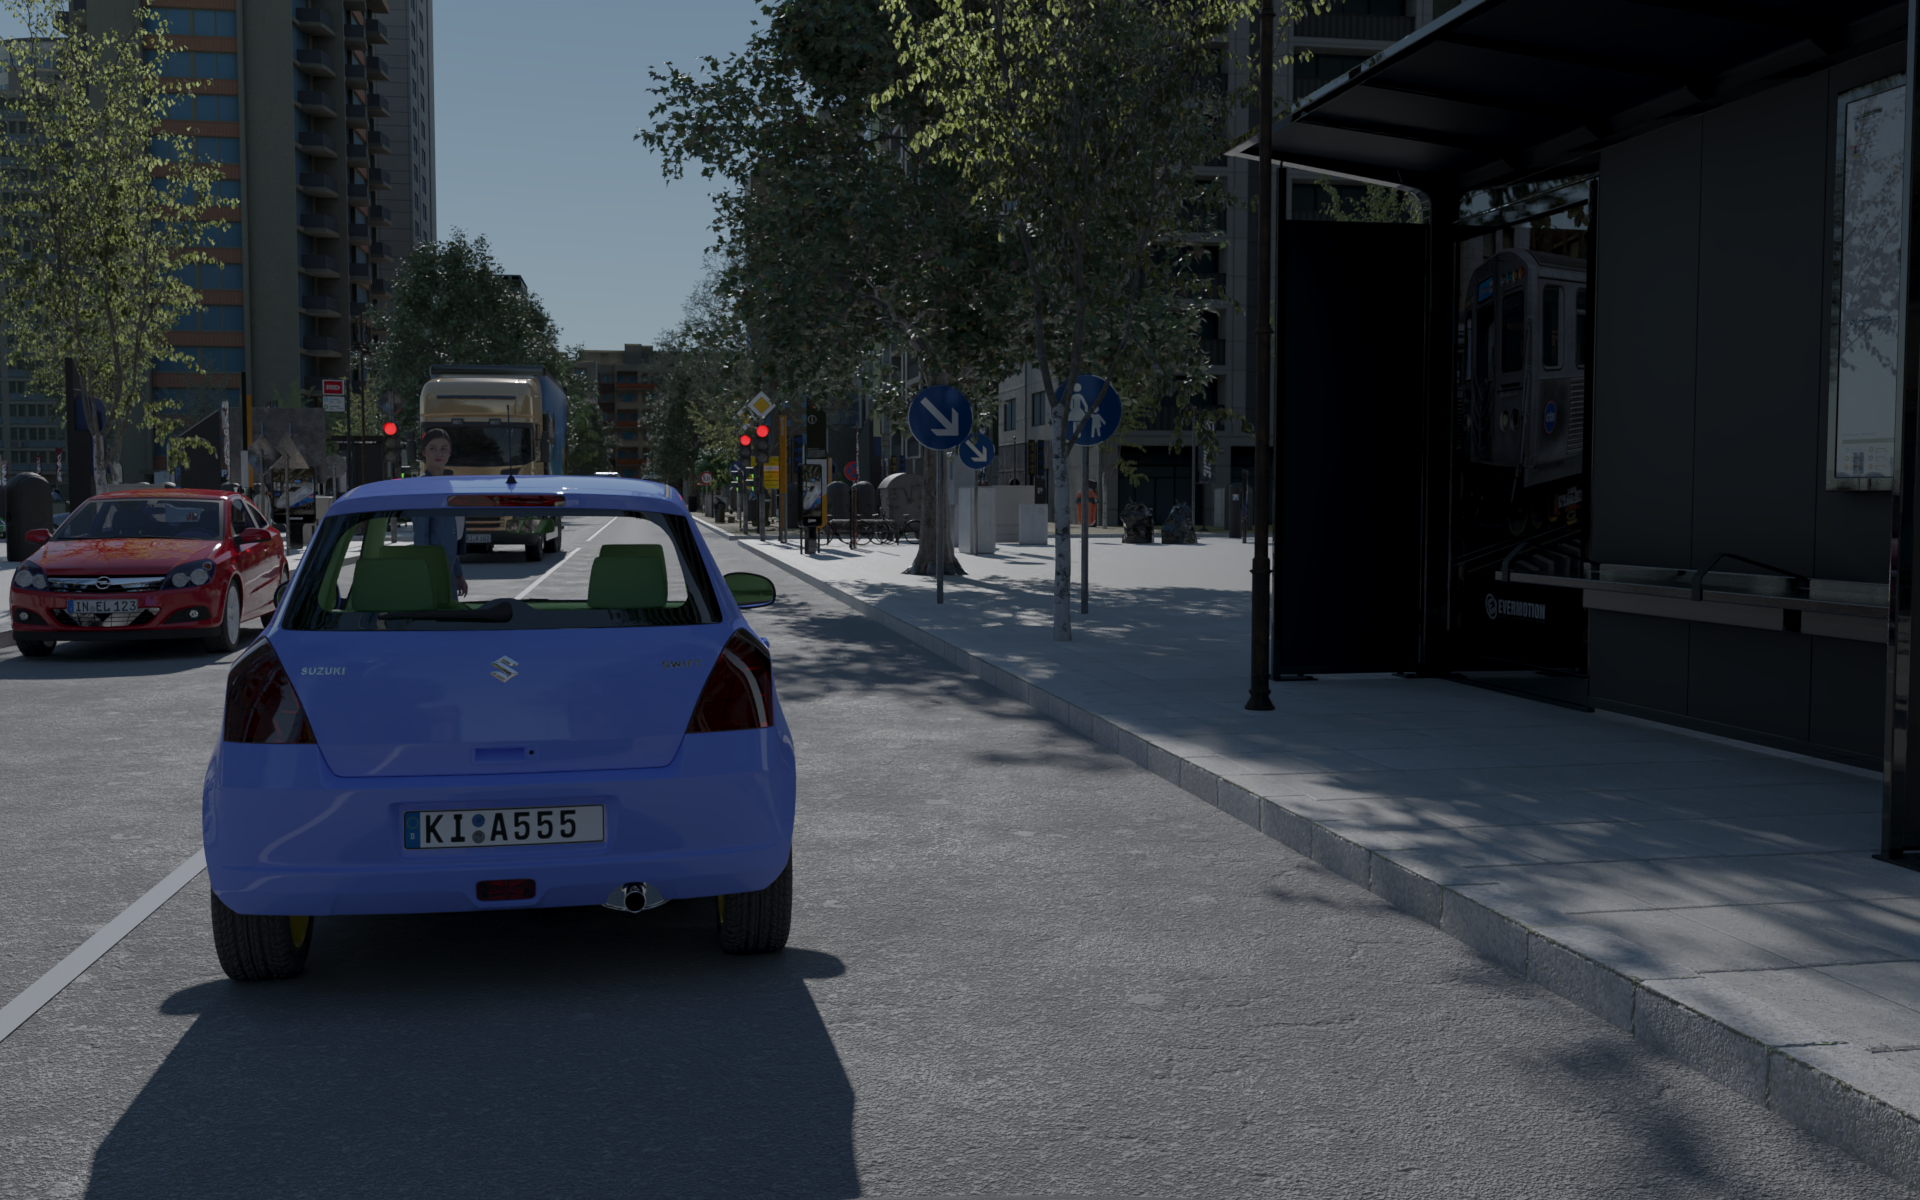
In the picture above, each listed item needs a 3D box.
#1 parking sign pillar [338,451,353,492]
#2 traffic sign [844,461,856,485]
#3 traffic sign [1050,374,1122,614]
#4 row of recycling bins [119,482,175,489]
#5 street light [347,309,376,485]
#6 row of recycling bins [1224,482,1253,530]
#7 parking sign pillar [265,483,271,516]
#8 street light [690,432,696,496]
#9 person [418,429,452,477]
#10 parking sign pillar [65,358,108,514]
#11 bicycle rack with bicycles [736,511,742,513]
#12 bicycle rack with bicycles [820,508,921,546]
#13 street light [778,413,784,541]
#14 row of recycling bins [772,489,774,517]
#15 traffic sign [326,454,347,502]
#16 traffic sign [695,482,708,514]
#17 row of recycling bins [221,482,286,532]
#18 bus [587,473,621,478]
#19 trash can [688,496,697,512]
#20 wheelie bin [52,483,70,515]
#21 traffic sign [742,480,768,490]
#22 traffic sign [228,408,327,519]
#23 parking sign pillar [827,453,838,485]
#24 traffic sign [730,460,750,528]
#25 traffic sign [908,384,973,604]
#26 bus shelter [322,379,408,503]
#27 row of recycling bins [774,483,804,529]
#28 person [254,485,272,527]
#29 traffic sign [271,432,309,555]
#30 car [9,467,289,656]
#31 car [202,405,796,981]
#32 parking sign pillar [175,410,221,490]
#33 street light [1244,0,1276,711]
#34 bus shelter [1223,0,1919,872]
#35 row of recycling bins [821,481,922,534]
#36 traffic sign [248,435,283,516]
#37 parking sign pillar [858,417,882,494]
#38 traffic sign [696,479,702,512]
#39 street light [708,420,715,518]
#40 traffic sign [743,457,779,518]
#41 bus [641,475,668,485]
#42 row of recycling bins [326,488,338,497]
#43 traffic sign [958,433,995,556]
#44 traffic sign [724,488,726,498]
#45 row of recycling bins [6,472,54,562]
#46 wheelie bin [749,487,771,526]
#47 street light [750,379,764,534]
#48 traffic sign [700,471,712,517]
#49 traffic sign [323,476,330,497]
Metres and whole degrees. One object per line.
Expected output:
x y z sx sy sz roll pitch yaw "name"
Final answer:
-35.094 -6.769 99.140 1.447 3.967 1.447 3 5 40 "parking sign pillar"
-4.066 -4.066 66.583 0.768 2.556 0.104 -1 4 -9 "traffic sign"
1.336 -1.125 18.493 0.768 2.556 0.104 0 4 -1 "traffic sign"
-28.929 -3.278 60.712 3.534 1.692 1.069 1 4 14 "row of recycling bins"
-14.976 -4.324 43.477 0.468 5.910 1.993 -1 4 -10 "street light"
10.053 -3.395 62.622 1.069 1.692 3.534 1 4 8 "row of recycling bins"
-41.387 -6.982 102.634 1.447 3.967 1.447 3 4 37 "parking sign pillar"
-19.737 -9.515 128.351 0.468 5.910 1.993 -1 4 -10 "street light"
-3.197 -0.117 10.441 0.654 1.822 0.581 1 4 20 "person"
-17.589 -2.842 34.935 1.447 3.967 1.447 -1 4 -12 "parking sign pillar"
-13.654 -6.278 116.029 2.852 0.926 2.925 1 4 13 "bicycle rack with bicycles"
-2.317 -1.878 44.084 2.925 0.926 2.852 0 4 -2 "bicycle rack with bicycles"
-4.870 -4.532 46.889 0.468 5.910 1.993 -1 4 -10 "street light"
-9.797 -5.503 97.083 1.069 1.692 3.534 -2 4 -30 "row of recycling bins"
-20.037 -3.388 55.494 0.768 2.556 0.104 0 4 -5 "traffic sign"
-16.337 -6.716 109.811 0.884 2.594 0.081 0 4 -2 "traffic sign"
-24.313 -3.167 58.890 3.534 1.692 1.069 0 4 5 "row of recycling bins"
-29.958 -9.242 145.959 2.948 3.499 13.247 -1 4 -9 "bus"
-18.952 -6.796 122.766 0.748 1.137 0.748 0 3 0 "trash can"
-26.694 -2.678 51.691 0.693 1.594 0.980 1 4 20 "wheelie bin"
-13.629 -7.341 113.906 2.265 3.308 0.079 0 4 -6 "traffic sign"
-16.104 -2.873 40.848 2.265 3.308 0.079 0 4 -4 "traffic sign"
-7.585 -6.898 101.257 1.447 3.967 1.447 1 4 20 "parking sign pillar"
-8.262 -3.976 65.121 0.768 2.556 0.104 0 4 -8 "traffic sign"
-0.232 -1.231 20.226 0.768 2.556 0.104 0 4 -7 "traffic sign"
-21.660 -5.242 63.345 2.179 5.291 8.768 -1 4 -10 "bus shelter"
-4.959 -3.494 64.235 3.534 1.692 1.069 1 4 20 "row of recycling bins"
-19.260 -2.347 47.869 0.522 1.701 0.512 3 5 44 "person"
-14.026 -2.209 36.115 0.884 2.594 0.081 0 4 -8 "traffic sign"
-7.731 -0.474 16.794 2.155 1.783 4.494 -1 4 -12 "car"
-1.624 0.188 6.522 1.945 1.707 3.694 -1 4 -12 "car"
-24.207 -4.070 55.024 1.447 3.967 1.447 3 5 41 "parking sign pillar"
1.787 -2.285 10.151 0.468 5.910 1.993 -1 4 -10 "street light"
3.175 -1.081 8.955 1.731 3.624 6.357 -1 4 -10 "bus shelter"
-2.720 -3.019 56.476 3.534 1.692 1.069 -2 4 -28 "row of recycling bins"
-13.686 -2.006 33.981 0.795 2.450 0.064 0 4 -4 "traffic sign"
-3.081 -4.298 58.746 1.447 3.967 1.447 -1 4 -22 "parking sign pillar"
-18.439 -7.552 123.587 0.768 2.556 0.104 0 4 -8 "traffic sign"
-13.255 -7.330 92.627 0.468 5.910 1.993 -1 4 -10 "street light"
-10.399 -6.014 92.208 2.265 3.308 0.079 0 4 -6 "traffic sign"
-30.204 -10.751 170.633 2.948 3.499 13.247 -1 4 -11 "bus"
-41.304 -6.729 117.132 1.069 1.692 3.534 2 4 31 "row of recycling bins"
0.336 -2.197 36.026 0.768 2.556 0.104 -1 4 -8 "traffic sign"
-17.650 -7.951 130.110 0.768 2.556 0.104 -1 4 -9 "traffic sign"
-19.019 -1.558 32.578 3.534 1.692 1.069 -1 4 -20 "row of recycling bins"
-8.046 -3.764 69.452 0.693 1.594 0.980 2 4 32 "wheelie bin"
-6.512 -5.081 55.855 0.468 5.910 1.993 -1 4 -10 "street light"
-14.158 -5.917 96.842 0.768 2.556 0.104 0 4 -2 "traffic sign"
-21.433 -3.567 58.420 0.768 2.556 0.104 0 4 -3 "traffic sign"
